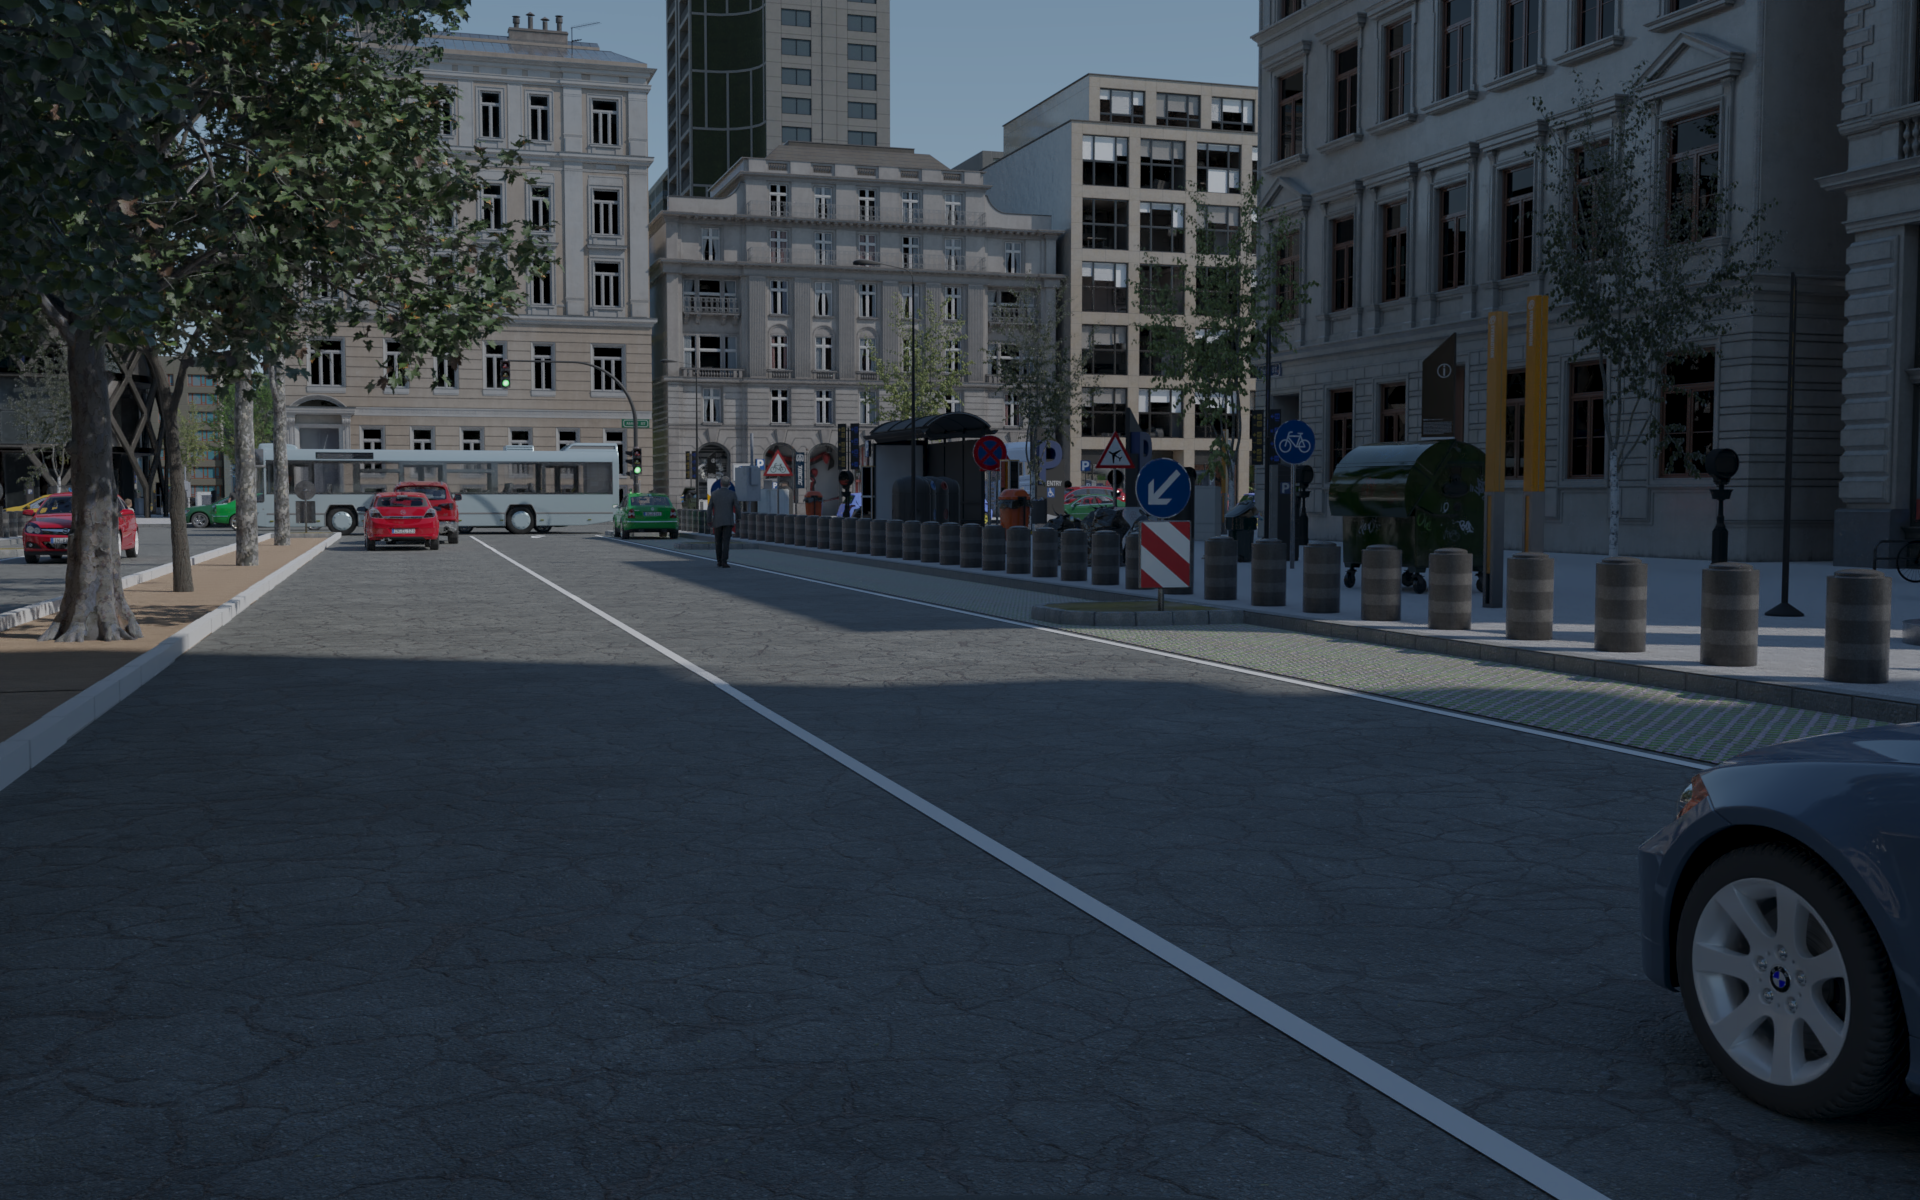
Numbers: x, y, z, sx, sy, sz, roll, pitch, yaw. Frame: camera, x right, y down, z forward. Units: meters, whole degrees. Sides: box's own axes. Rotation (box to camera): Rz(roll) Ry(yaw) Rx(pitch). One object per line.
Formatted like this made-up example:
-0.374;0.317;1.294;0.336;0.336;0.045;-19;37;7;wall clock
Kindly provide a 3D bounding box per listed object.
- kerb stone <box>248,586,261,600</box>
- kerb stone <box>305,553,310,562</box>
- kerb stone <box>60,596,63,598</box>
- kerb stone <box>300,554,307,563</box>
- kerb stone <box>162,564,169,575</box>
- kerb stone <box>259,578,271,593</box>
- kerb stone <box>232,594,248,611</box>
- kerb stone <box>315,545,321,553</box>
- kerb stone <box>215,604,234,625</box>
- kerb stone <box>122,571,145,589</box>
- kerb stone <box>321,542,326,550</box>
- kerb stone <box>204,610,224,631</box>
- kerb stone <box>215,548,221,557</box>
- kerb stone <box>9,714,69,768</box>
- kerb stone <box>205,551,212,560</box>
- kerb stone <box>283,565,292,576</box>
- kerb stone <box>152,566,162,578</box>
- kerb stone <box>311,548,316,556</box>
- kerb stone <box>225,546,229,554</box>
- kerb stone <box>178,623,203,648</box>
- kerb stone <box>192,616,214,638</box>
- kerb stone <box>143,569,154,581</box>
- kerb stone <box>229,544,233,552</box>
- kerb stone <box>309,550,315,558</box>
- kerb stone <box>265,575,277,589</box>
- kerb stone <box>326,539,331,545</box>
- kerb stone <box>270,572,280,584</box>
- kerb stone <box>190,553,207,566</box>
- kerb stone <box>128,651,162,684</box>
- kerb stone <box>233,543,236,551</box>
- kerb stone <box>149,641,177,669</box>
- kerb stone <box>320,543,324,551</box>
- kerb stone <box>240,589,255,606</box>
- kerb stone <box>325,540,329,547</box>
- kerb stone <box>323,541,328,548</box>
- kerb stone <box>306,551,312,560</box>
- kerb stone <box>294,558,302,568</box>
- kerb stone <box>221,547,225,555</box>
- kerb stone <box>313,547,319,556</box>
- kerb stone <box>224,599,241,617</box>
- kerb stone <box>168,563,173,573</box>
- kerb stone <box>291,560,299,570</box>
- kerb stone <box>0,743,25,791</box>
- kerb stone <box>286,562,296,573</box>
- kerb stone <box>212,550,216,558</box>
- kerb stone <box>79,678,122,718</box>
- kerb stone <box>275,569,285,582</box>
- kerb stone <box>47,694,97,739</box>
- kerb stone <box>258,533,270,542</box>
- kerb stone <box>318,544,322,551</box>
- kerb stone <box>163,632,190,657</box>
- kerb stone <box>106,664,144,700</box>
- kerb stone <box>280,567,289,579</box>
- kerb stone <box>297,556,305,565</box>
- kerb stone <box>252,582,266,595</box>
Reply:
-9.498;-0.055;23.185;0.120;0.150;1.000;-1;4;-18;kerb stone
-13.616;-0.837;35.879;0.120;0.150;1.000;-1;4;-18;kerb stone
-11.171;0.041;21.552;0.120;0.150;1.000;-1;4;-18;kerb stone
-13.297;-0.777;34.905;0.120;0.150;1.000;-1;4;-18;kerb stone
-14.030;-0.496;30.351;0.120;0.150;1.000;-1;4;-18;kerb stone
-10.136;-0.180;25.141;0.120;0.150;1.000;-1;4;-18;kerb stone
-8.867;0.061;21.235;0.120;0.150;1.000;-1;4;-18;kerb stone
-15.190;-1.135;40.759;0.120;0.150;1.000;-1;4;-18;kerb stone
-8.226;0.179;19.289;0.120;0.150;1.000;-1;4;-18;kerb stone
-13.081;-0.319;27.418;0.120;0.150;1.000;-1;4;-18;kerb stone
-16.135;-1.314;43.684;0.120;0.150;1.000;-1;4;-18;kerb stone
-7.920;0.238;18.305;0.120;0.150;1.000;-1;4;-18;kerb stone
-16.879;-1.034;39.136;0.120;0.150;1.000;-1;4;-18;kerb stone
-5.060;0.777;9.497;0.120;0.150;1.000;-1;4;-18;kerb stone
-16.239;-0.917;37.186;0.120;0.150;1.000;-1;4;-18;kerb stone
-11.714;-0.475;30.018;0.120;0.150;1.000;-1;4;-18;kerb stone
-13.704;-0.439;29.378;0.120;0.150;1.000;-1;4;-18;kerb stone
-14.566;-1.016;38.807;0.120;0.150;1.000;-1;4;-18;kerb stone
-17.511;-1.156;41.091;0.120;0.150;1.000;-1;4;-18;kerb stone
-7.289;0.358;16.346;0.120;0.150;1.000;-1;4;-18;kerb stone
-7.609;0.298;17.324;0.120;0.150;1.000;-1;4;-18;kerb stone
-13.397;-0.378;28.399;0.120;0.150;1.000;-1;4;-18;kerb stone
-17.822;-1.216;42.070;0.120;0.150;1.000;-1;4;-18;kerb stone
-14.239;-0.951;37.836;0.120;0.150;1.000;-1;4;-18;kerb stone
-10.442;-0.240;26.119;0.120;0.150;1.000;-1;4;-18;kerb stone
-17.087;-1.493;46.611;0.120;0.150;1.000;-1;4;-18;kerb stone
-10.767;-0.299;27.090;0.120;0.150;1.000;-1;4;-18;kerb stone
-15.926;-0.857;36.208;0.120;0.150;1.000;-1;4;-18;kerb stone
-6.331;0.538;13.405;0.120;0.150;1.000;-1;4;-18;kerb stone
-18.136;-1.272;43.058;0.120;0.150;1.000;-1;4;-18;kerb stone
-6.651;0.482;14.385;0.120;0.150;1.000;-1;4;-18;kerb stone
-15.829;-1.254;42.706;0.120;0.150;1.000;-1;4;-18;kerb stone
-9.184;-0.001;22.209;0.120;0.150;1.000;-1;4;-18;kerb stone
-16.773;-1.434;45.636;0.120;0.150;1.000;-1;4;-18;kerb stone
-16.455;-1.374;44.657;0.120;0.150;1.000;-1;4;-18;kerb stone
-13.930;-0.895;36.855;0.120;0.150;1.000;-1;4;-18;kerb stone
-12.667;-0.658;32.948;0.120;0.150;1.000;-1;4;-18;kerb stone
-17.190;-1.096;40.118;0.120;0.150;1.000;-1;4;-18;kerb stone
-14.880;-1.069;39.783;0.120;0.150;1.000;-1;4;-18;kerb stone
-8.552;0.118;20.260;0.120;0.150;1.000;-1;4;-18;kerb stone
-14.345;-0.559;31.329;0.120;0.150;1.000;-1;4;-18;kerb stone
-12.344;-0.598;31.974;0.120;0.150;1.000;-1;4;-18;kerb stone
-4.748;0.837;8.521;0.120;0.150;1.000;-1;4;-18;kerb stone
-12.030;-0.538;30.994;0.120;0.150;1.000;-1;4;-18;kerb stone
-16.560;-0.975;38.159;0.120;0.150;1.000;-1;4;-18;kerb stone
-5.699;0.658;11.444;0.120;0.150;1.000;-1;4;-18;kerb stone
-11.080;-0.359;28.069;0.120;0.150;1.000;-1;4;-18;kerb stone
-5.384;0.717;10.469;0.120;0.150;1.000;-1;4;-18;kerb stone
-21.633;-1.931;53.817;0.120;0.150;1.000;-1;4;-18;kerb stone
-15.513;-1.193;41.731;0.120;0.150;1.000;-1;4;-18;kerb stone
-6.976;0.418;15.366;0.120;0.150;1.000;-1;4;-18;kerb stone
-6.015;0.599;12.426;0.120;0.150;1.000;-1;4;-18;kerb stone
-11.393;-0.419;29.045;0.120;0.150;1.000;-1;4;-18;kerb stone
-12.978;-0.717;33.924;0.120;0.150;1.000;-1;4;-18;kerb stone
-9.821;-0.119;24.161;0.120;0.150;1.000;-1;4;-18;kerb stone
